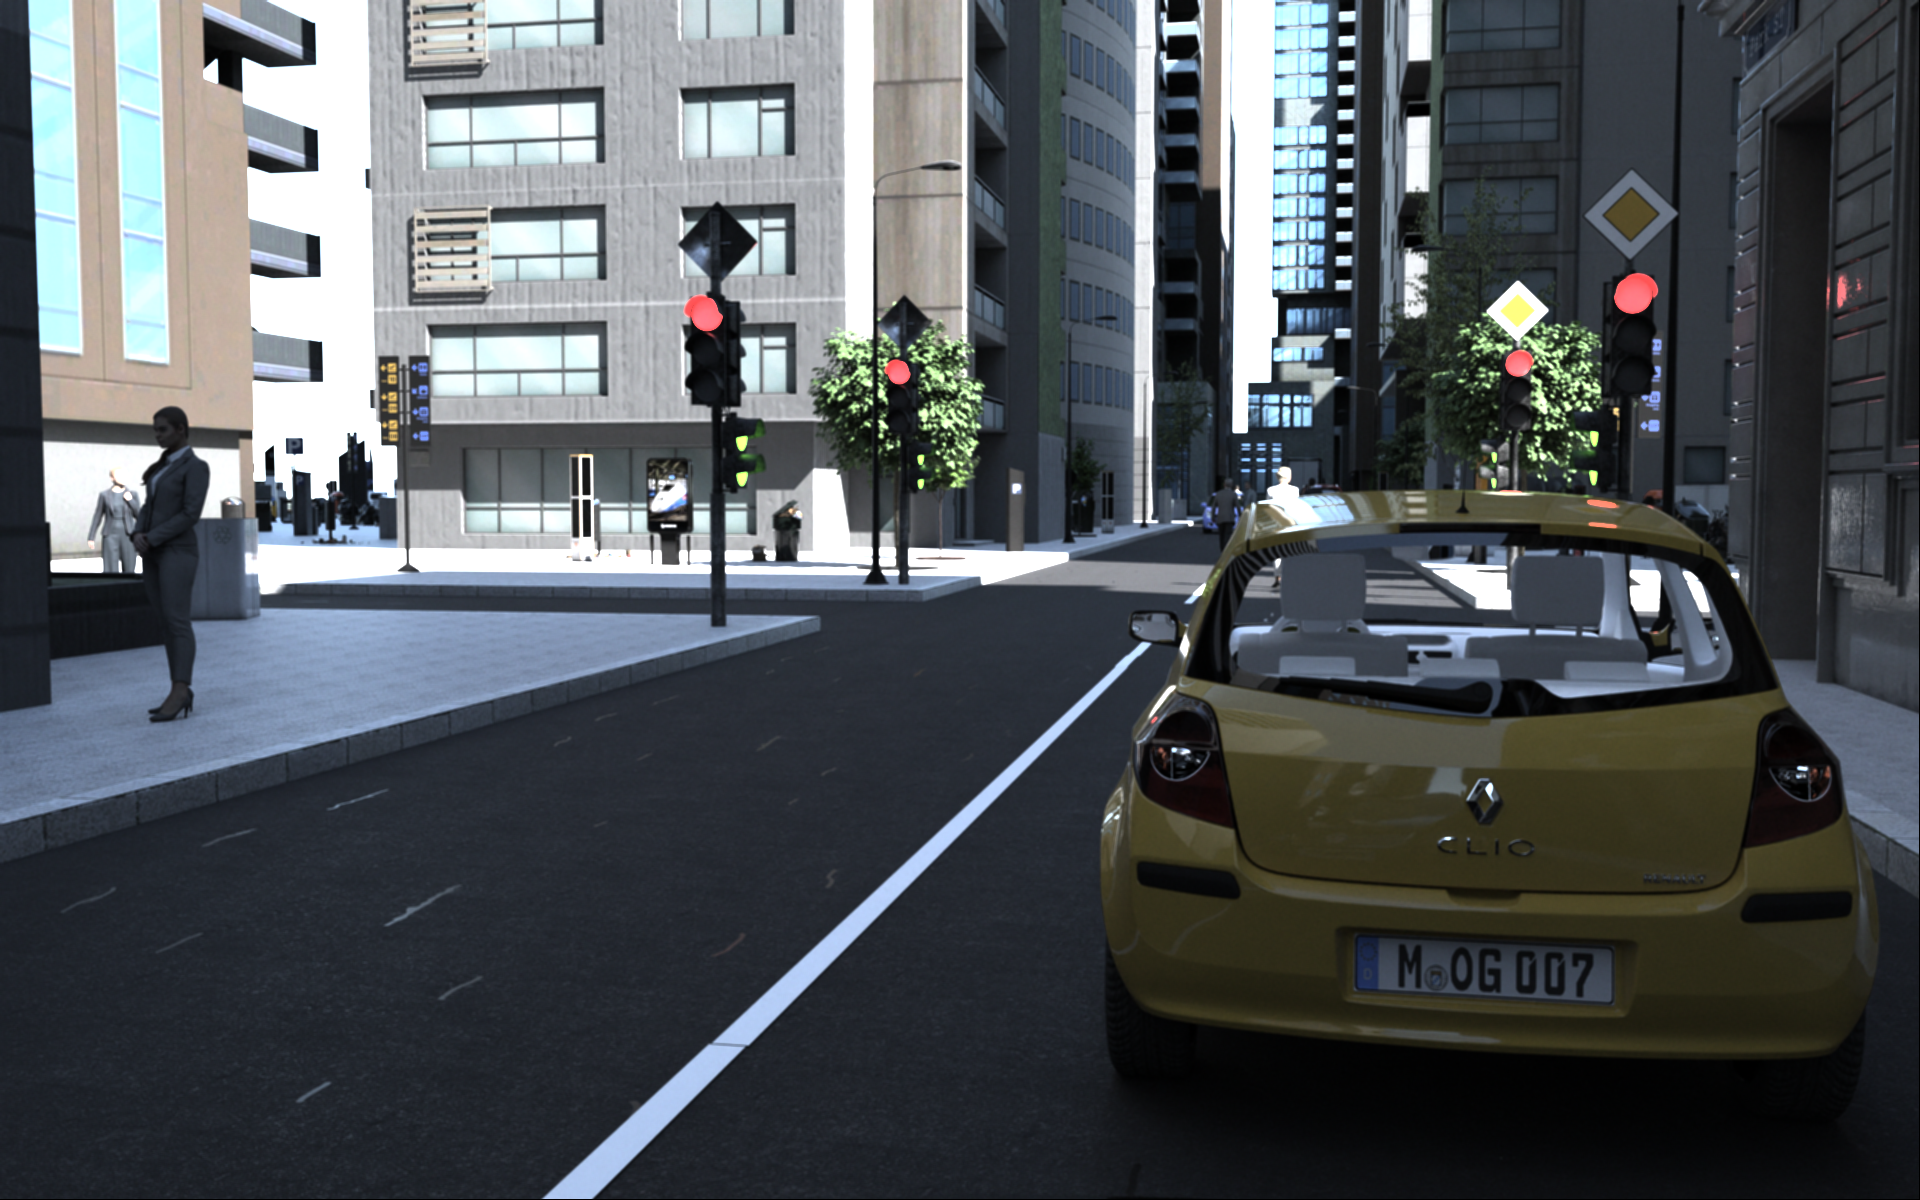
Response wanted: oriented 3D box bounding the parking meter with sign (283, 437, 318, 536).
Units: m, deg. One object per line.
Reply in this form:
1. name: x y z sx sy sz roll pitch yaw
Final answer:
1. parking meter with sign: -20.395 -3.518 53.779 0.543 3.016 1.738 0 4 -5

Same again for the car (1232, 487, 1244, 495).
1. car: 13.431 -4.710 85.807 1.959 1.807 4.718 1 4 12

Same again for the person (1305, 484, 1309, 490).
1. person: 13.079 -3.414 64.501 0.592 1.802 0.473 0 4 2

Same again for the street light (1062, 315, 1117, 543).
1. street light: 3.396 -4.447 45.253 1.470 5.913 1.316 1 4 11

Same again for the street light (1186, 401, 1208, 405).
1. street light: 11.655 -6.981 86.673 1.470 5.913 1.316 1 4 11

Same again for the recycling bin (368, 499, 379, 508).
1. recycling bin: -29.276 -4.556 87.040 0.722 1.027 0.722 -2 4 -35

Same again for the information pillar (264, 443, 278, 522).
1. information pillar: -31.469 -5.365 79.072 0.504 3.616 0.183 -1 4 -16

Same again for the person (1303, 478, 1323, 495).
1. person: 10.302 -2.607 50.494 0.648 1.900 0.474 -2 4 -27

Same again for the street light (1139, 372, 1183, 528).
1. street light: 7.563 -5.708 65.867 1.470 5.913 1.316 1 4 11

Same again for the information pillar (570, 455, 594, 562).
1. information pillar: -7.131 -1.722 32.650 0.304 2.012 0.304 3 5 39

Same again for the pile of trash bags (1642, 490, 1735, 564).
1. pile of trash bags: 14.270 -1.437 33.244 1.912 1.369 3.447 -1 4 -15

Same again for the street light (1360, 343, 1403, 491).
1. street light: 13.172 -4.934 53.217 1.470 5.913 1.316 1 4 11

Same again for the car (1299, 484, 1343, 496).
1. car: 14.244 -3.650 68.351 2.281 1.827 5.304 1 4 10

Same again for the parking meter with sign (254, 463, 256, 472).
1. parking meter with sign: -40.000 -6.203 97.681 0.543 3.016 1.738 -1 4 -22

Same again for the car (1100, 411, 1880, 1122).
1. car: 1.483 0.289 5.506 2.015 1.641 3.980 1 4 12

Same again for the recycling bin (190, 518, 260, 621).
1. recycling bin: -7.698 -0.328 17.915 0.722 1.027 0.722 -1 4 -10

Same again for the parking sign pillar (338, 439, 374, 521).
1. parking sign pillar: -29.524 -5.856 84.220 1.447 3.967 1.447 0 4 -8

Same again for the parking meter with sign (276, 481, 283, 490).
1. parking meter with sign: -40.815 -6.566 103.622 1.738 3.016 0.543 -1 4 -12

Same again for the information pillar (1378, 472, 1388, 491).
1. information pillar: 14.123 -3.265 57.882 0.304 2.012 0.304 0 4 8

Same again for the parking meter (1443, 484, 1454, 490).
1. parking meter: 12.413 -2.168 43.857 0.372 1.533 0.369 0 3 0

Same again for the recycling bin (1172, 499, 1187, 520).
1. recycling bin: 10.742 -4.463 85.517 0.722 1.027 0.722 -1 4 -17

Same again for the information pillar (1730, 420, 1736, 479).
1. information pillar: 18.303 -3.016 40.662 0.504 3.616 0.183 -1 4 -20

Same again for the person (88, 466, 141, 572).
1. person: -10.450 -0.767 21.466 0.534 1.772 0.576 3 5 42

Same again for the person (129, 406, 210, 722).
1. person: -4.618 -0.225 9.996 0.520 1.790 0.573 1 4 19

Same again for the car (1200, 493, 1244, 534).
1. car: 9.857 -3.317 63.824 1.945 1.707 3.694 1 4 11

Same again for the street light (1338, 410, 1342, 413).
1. street light: 21.689 -7.564 96.205 1.470 5.913 1.316 1 4 11

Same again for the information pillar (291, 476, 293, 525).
1. information pillar: -27.573 -4.124 71.913 0.304 2.012 0.304 -1 4 -13

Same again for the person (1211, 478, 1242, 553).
1. person: 5.863 -1.780 37.994 0.661 1.777 0.834 1 4 20

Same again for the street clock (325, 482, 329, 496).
1. street clock: -37.740 -6.060 103.649 0.358 2.002 0.471 1 4 14

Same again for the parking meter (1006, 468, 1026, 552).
1. parking meter: 1.229 -1.988 38.214 0.399 1.863 0.255 -1 4 -13

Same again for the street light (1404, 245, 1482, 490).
1. street light: 9.126 -3.661 32.395 1.470 5.913 1.316 1 4 11

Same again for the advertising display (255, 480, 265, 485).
1. advertising display: -32.915 -4.691 81.914 0.974 1.923 0.123 0 4 7

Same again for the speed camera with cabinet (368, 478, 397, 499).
1. speed camera with cabinet: -31.709 -6.217 95.980 2.038 3.252 0.660 0 4 -4

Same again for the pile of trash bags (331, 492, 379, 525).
1. pile of trash bags: -25.190 -3.830 72.379 3.447 1.369 1.912 3 4 36

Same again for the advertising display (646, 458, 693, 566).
1. advertising display: -5.189 -1.576 30.985 0.974 1.923 0.123 2 4 31

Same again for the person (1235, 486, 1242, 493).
1. person: 12.545 -4.292 78.791 0.709 1.813 0.853 0 4 -7

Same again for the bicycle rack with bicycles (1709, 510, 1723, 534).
1. bicycle rack with bicycles: 17.213 -1.533 38.449 2.925 0.926 2.852 1 4 23

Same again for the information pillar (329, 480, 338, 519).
1. information pillar: -32.743 -5.263 90.550 0.304 2.012 0.304 2 4 26

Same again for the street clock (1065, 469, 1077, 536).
1. street clock: 3.136 -2.808 50.483 0.471 2.002 0.358 -1 4 -14

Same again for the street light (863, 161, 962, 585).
1. street light: -0.669 -3.171 24.390 1.470 5.913 1.316 1 4 11

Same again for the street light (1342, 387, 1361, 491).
1. street light: 17.394 -6.260 74.897 1.470 5.913 1.316 1 4 11

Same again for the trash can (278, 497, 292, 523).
1. trash can: -29.452 -3.928 75.874 0.748 1.137 0.748 0 3 0

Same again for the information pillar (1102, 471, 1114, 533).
1. information pillar: 4.822 -3.178 56.454 0.304 2.012 0.304 -2 4 -30

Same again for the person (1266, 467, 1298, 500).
1. person: 4.934 -1.099 26.347 0.514 1.842 0.818 0 4 -7

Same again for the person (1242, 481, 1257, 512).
1. person: 8.336 -2.536 50.066 0.391 1.810 0.635 -2 4 -29

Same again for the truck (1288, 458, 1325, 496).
1. truck: 27.859 -9.212 139.526 2.839 4.237 11.283 1 4 13

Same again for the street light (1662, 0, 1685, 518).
1. street light: 5.657 -2.604 15.124 1.470 5.913 1.316 1 4 11
